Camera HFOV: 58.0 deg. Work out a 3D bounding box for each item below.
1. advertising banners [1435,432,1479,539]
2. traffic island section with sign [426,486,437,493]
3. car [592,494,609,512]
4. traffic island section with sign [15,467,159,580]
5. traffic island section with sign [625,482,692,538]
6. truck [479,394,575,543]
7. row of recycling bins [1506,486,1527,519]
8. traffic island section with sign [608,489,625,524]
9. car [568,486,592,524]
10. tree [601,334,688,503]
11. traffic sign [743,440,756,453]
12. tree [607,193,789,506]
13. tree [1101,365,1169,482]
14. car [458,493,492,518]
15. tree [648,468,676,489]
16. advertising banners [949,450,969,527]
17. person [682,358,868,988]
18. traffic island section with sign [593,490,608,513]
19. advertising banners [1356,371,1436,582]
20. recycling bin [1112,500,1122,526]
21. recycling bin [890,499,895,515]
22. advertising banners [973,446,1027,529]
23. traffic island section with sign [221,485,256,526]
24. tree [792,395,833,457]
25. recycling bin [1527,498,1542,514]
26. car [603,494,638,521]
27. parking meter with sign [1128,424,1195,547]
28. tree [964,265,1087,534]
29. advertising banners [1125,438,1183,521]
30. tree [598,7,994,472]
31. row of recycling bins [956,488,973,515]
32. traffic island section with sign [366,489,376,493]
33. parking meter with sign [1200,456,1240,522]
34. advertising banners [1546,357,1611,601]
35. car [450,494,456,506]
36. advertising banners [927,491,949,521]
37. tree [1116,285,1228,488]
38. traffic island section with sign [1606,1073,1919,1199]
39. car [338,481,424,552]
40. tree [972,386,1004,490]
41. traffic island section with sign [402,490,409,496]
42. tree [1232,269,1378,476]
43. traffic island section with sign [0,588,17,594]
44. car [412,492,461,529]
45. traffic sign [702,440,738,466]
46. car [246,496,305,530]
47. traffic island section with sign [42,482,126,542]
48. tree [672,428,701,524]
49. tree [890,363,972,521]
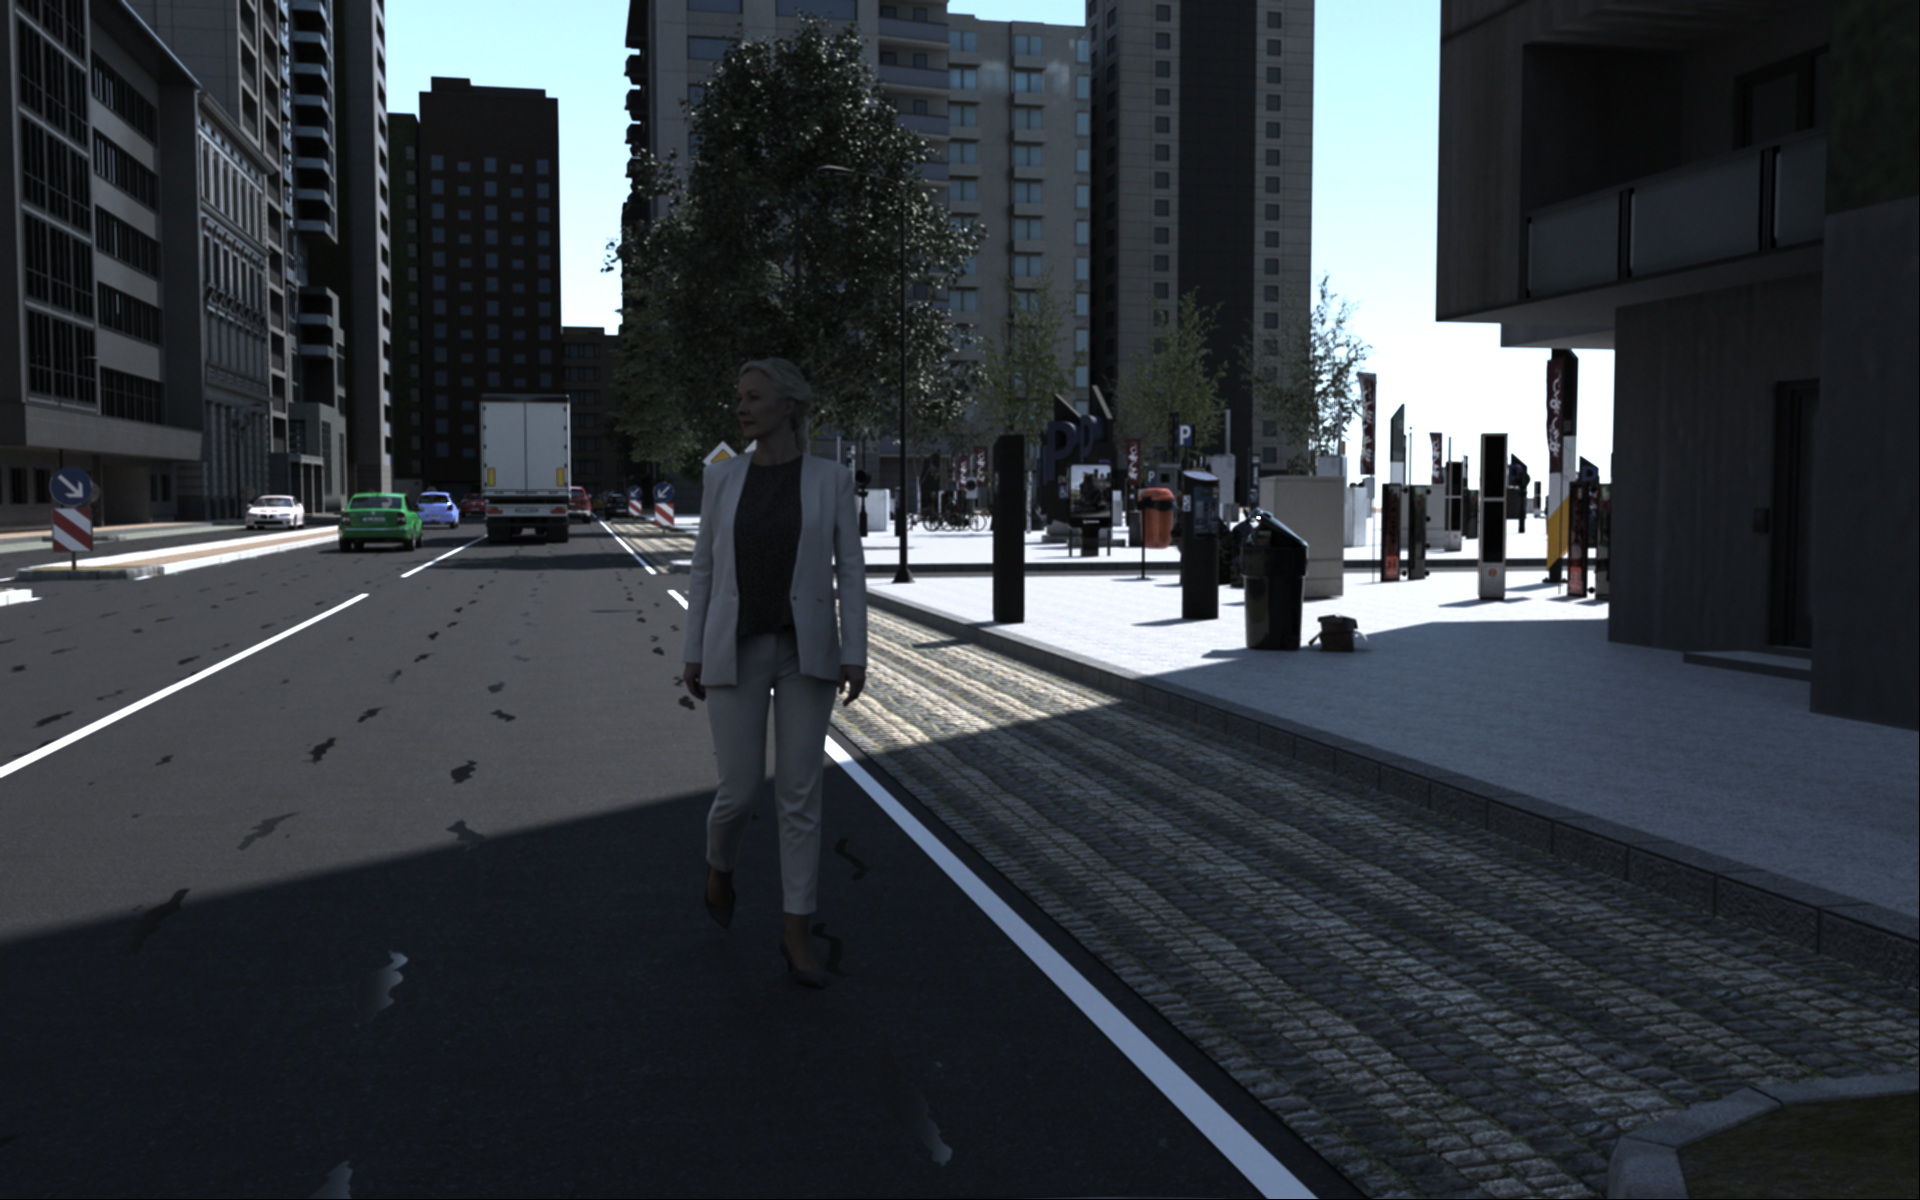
[{"bbox_3d":[14.070,-3.246,49.266,2.074,3.025,0.090,-2,4,-30],"label":"advertising banners"},{"bbox_3d":[-31.478,-5.805,103.046,2.006,1.907,1.989,-1,4,-13],"label":"traffic island section with sign"},{"bbox_3d":[-28.995,-8.009,141.170,2.015,1.641,3.980,-1,4,-11],"label":"car"},{"bbox_3d":[-15.053,-1.320,29.718,2.006,1.907,1.989,-1,4,-13],"label":"traffic island section with sign"},{"bbox_3d":[-9.848,-2.943,56.749,1.989,1.847,2.006,-1,4,-13],"label":"traffic island section with sign"},{"bbox_3d":[-13.488,-3.996,54.246,2.839,4.237,11.283,-1,4,-13],"label":"truck"},{"bbox_3d":[28.284,-5.056,89.777,1.069,1.692,3.534,-1,4,-9],"label":"row of recycling bins"},{"bbox_3d":[-15.731,-4.552,83.057,1.989,1.847,2.006,-1,4,-13],"label":"traffic island section with sign"},{"bbox_3d":[-19.171,-4.658,84.833,2.281,1.827,5.304,-1,4,-14],"label":"car"},{"bbox_3d":[-17.622,-10.250,101.997,7.601,10.594,8.767,-1,4,-15],"label":"tree"},{"bbox_3d":[-2.675,-1.280,24.565,0.795,2.450,0.064,-1,4,-13],"label":"traffic sign"},{"bbox_3d":[-9.170,-8.977,64.897,7.486,12.596,7.792,0,3,0],"label":"tree"},{"bbox_3d":[9.817,-9.061,98.511,4.360,8.622,3.978,0,3,0],"label":"tree"},{"bbox_3d":[-29.955,-6.002,107.166,2.155,1.783,4.494,-1,4,-14],"label":"car"},{"bbox_3d":[-18.632,-7.021,109.398,1.663,3.219,1.824,0,3,0],"label":"tree"},{"bbox_3d":[-0.044,-4.428,68.592,0.090,3.025,2.074,-1,4,-15],"label":"advertising banners"},{"bbox_3d":[-0.586,0.187,5.322,0.514,1.842,0.818,-1,4,-20],"label":"person"},{"bbox_3d":[-32.524,-9.139,158.052,1.989,1.847,2.006,-1,4,-13],"label":"traffic island section with sign"},{"bbox_3d":[6.358,-1.789,25.431,0.090,3.025,2.074,3,5,44],"label":"advertising banners"},{"bbox_3d":[6.082,-3.476,69.379,0.722,1.027,0.722,0,4,-8],"label":"recycling bin"},{"bbox_3d":[-3.854,-5.151,96.768,0.722,1.027,0.722,1,4,13],"label":"recycling bin"},{"bbox_3d":[1.524,-4.127,63.660,2.074,3.025,0.090,0,4,2],"label":"advertising banners"},{"bbox_3d":[-32.550,-4.313,79.153,1.989,1.847,2.006,-1,4,-13],"label":"traffic island section with sign"},{"bbox_3d":[-6.946,-7.835,78.472,4.737,8.622,4.395,0,3,0],"label":"tree"},{"bbox_3d":[37.864,-6.221,114.271,0.722,1.027,0.722,-2,4,-30],"label":"recycling bin"},{"bbox_3d":[-18.178,-5.090,93.009,2.009,1.686,4.222,-1,4,-11],"label":"car"},{"bbox_3d":[4.949,-2.841,42.706,1.738,3.016,0.543,-2,4,-34],"label":"parking meter with sign"},{"bbox_3d":[2.197,-6.476,56.251,4.737,8.622,4.395,0,3,0],"label":"tree"},{"bbox_3d":[6.145,-3.553,54.272,2.074,3.025,0.090,1,4,23],"label":"advertising banners"},{"bbox_3d":[-3.789,-7.607,41.386,9.611,12.733,9.660,0,3,0],"label":"tree"},{"bbox_3d":[0.260,-6.072,106.389,1.069,1.692,3.534,0,4,4],"label":"row of recycling bins"},{"bbox_3d":[-43.507,-7.303,128.037,1.989,1.847,2.006,-1,4,-13],"label":"traffic island section with sign"},{"bbox_3d":[11.840,-5.054,78.897,1.738,3.016,0.543,0,4,-6],"label":"parking meter with sign"},{"bbox_3d":[7.732,-1.553,21.581,0.090,3.025,2.074,0,4,-5],"label":"advertising banners"},{"bbox_3d":[-50.666,-9.823,170.398,2.009,1.686,4.222,-1,4,-11],"label":"car"},{"bbox_3d":[-0.542,-5.225,81.609,2.074,3.025,0.090,-1,4,-19],"label":"advertising banners"},{"bbox_3d":[7.619,-6.821,61.884,4.737,8.622,4.395,0,3,0],"label":"tree"},{"bbox_3d":[2.226,0.357,2.798,1.989,1.847,2.006,-1,4,-13],"label":"traffic island section with sign"},{"bbox_3d":[-14.849,-2.186,44.534,1.959,1.807,4.718,-1,4,-13],"label":"car"},{"bbox_3d":[0.096,-8.940,96.531,4.360,8.622,3.978,0,3,0],"label":"tree"},{"bbox_3d":[-49.385,-8.912,154.346,1.989,1.847,2.006,-1,4,-13],"label":"traffic island section with sign"},{"bbox_3d":[11.150,-6.475,56.236,4.360,8.622,3.978,0,3,0],"label":"tree"},{"bbox_3d":[-13.445,-0.878,22.487,2.006,1.907,1.989,-1,4,-13],"label":"traffic island section with sign"},{"bbox_3d":[-21.893,-3.839,72.366,1.945,1.707,3.694,-1,4,-14],"label":"car"},{"bbox_3d":[-4.419,-1.756,32.358,0.795,2.450,0.064,-1,4,-13],"label":"traffic sign"},{"bbox_3d":[-27.986,-3.579,70.875,2.083,1.381,4.827,-1,4,-14],"label":"car"},{"bbox_3d":[-26.663,-2.704,52.846,1.989,1.847,2.006,-1,4,-13],"label":"traffic island section with sign"},{"bbox_3d":[-10.639,-5.501,73.653,4.285,4.588,4.351,0,3,0],"label":"tree"},{"bbox_3d":[-1.821,-7.815,78.136,4.360,8.622,3.978,0,3,0],"label":"tree"}]
